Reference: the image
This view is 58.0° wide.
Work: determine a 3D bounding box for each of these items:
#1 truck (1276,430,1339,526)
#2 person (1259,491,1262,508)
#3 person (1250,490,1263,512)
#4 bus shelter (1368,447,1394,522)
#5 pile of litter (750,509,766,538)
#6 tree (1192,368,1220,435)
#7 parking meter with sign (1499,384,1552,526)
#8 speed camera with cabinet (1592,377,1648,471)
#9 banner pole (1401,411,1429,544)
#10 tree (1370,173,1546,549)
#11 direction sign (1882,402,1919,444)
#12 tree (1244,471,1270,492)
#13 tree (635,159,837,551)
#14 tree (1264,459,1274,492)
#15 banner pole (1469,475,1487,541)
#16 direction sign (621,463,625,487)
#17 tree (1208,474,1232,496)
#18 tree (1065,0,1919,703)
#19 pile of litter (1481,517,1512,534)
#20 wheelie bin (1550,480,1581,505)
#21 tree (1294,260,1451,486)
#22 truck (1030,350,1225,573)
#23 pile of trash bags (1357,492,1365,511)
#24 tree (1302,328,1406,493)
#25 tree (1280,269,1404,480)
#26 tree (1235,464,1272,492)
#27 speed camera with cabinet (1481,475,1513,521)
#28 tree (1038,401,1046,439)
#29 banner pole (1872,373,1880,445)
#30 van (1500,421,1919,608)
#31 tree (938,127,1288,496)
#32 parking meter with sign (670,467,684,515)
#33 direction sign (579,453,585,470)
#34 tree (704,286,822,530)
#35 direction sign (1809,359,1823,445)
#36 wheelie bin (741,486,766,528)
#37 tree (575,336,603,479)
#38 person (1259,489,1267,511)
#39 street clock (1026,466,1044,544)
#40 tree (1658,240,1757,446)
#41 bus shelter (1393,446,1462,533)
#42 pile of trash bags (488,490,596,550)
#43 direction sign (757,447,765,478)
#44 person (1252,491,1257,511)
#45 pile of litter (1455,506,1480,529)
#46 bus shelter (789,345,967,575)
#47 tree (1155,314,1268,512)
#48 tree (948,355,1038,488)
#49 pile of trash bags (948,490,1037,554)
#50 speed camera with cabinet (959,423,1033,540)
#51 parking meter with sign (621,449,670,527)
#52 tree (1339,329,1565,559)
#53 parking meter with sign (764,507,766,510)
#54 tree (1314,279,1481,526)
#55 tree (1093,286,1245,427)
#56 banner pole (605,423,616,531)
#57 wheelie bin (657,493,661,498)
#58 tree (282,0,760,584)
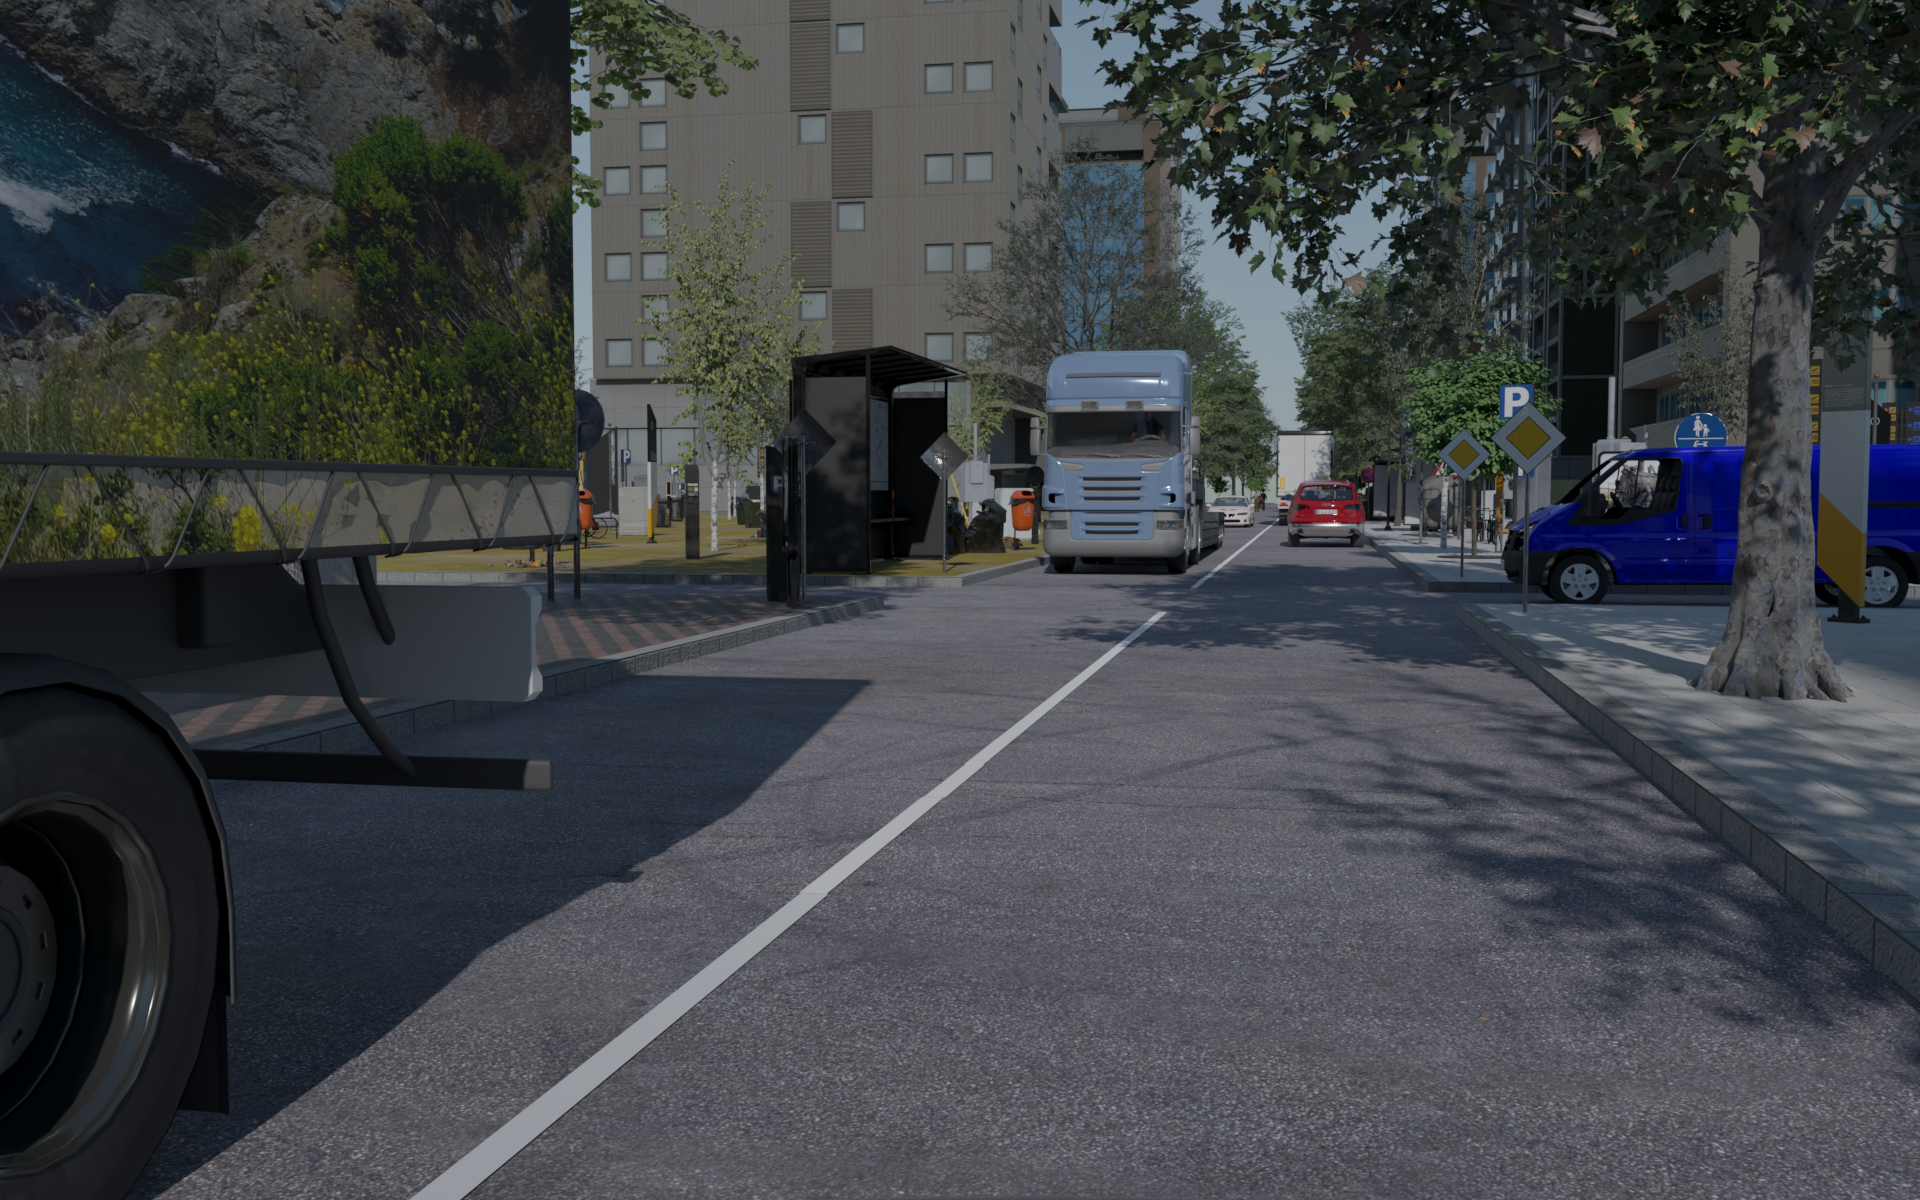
[{"bbox_3d":[16.368,-5.668,81.584,2.839,4.237,11.283,1,4,13],"label":"truck"},{"bbox_3d":[30.728,-10.220,176.125,0.750,1.759,0.617,1,4,11],"label":"person"},{"bbox_3d":[23.830,-7.953,139.258,1.217,1.736,0.721,3,5,41],"label":"person"},{"bbox_3d":[19.409,-5.123,77.690,2.014,3.302,5.546,1,4,11],"label":"bus shelter"},{"bbox_3d":[-5.582,-2.276,51.176,1.176,0.858,1.719,-3,5,-40],"label":"pile of litter"},{"bbox_3d":[11.851,-8.781,93.925,4.737,8.622,4.395,0,3,0],"label":"tree"},{"bbox_3d":[9.390,-1.963,28.351,0.543,3.016,1.738,3,4,38],"label":"parking meter with sign"},{"bbox_3d":[11.441,-2.107,28.792,0.660,3.252,2.038,-1,4,-21],"label":"speed camera with cabinet"},{"bbox_3d":[11.750,-3.352,44.824,0.401,3.779,0.863,-3,5,-42],"label":"banner pole"},{"bbox_3d":[11.537,-5.532,40.807,4.360,8.622,3.978,0,3,0],"label":"tree"},{"bbox_3d":[23.172,-3.101,42.700,0.876,3.537,0.379,2,4,28],"label":"direction sign"},{"bbox_3d":[37.395,-14.332,218.034,4.285,4.588,4.351,0,3,0],"label":"tree"},{"bbox_3d":[-5.460,-5.431,39.156,4.737,8.622,4.395,0,3,0],"label":"tree"},{"bbox_3d":[44.897,-18.764,257.146,4.360,8.622,3.978,0,3,0],"label":"tree"},{"bbox_3d":[14.102,-3.487,47.026,0.863,3.779,0.401,-3,4,-38],"label":"banner pole"},{"bbox_3d":[-21.084,-7.113,108.289,0.379,3.537,0.876,-2,4,-24],"label":"direction sign"},{"bbox_3d":[19.092,-8.117,127.315,1.663,3.219,1.824,0,3,0],"label":"tree"},{"bbox_3d":[5.254,-5.733,10.741,9.611,12.733,9.660,0,3,0],"label":"tree"},{"bbox_3d":[17.777,-2.542,55.535,1.176,0.858,1.719,-1,4,-13],"label":"pile of litter"},{"bbox_3d":[13.289,-1.847,38.106,0.980,1.594,0.693,1,4,11],"label":"wheelie bin"},{"bbox_3d":[22.140,-11.341,92.082,9.857,13.997,8.962,0,3,0],"label":"tree"},{"bbox_3d":[4.267,-2.971,38.333,2.967,4.110,18.799,1,4,11],"label":"truck"},{"bbox_3d":[22.867,-5.366,97.489,1.912,1.369,3.447,2,4,28],"label":"pile of trash bags"},{"bbox_3d":[26.908,-12.198,117.563,7.486,12.596,7.792,0,3,0],"label":"tree"},{"bbox_3d":[33.420,-17.622,144.010,12.611,20.169,13.585,0,3,0],"label":"tree"},{"bbox_3d":[41.676,-17.853,242.264,4.737,8.622,4.395,0,3,0],"label":"tree"},{"bbox_3d":[25.609,-5.385,82.379,2.038,3.252,0.660,-3,5,-41],"label":"speed camera with cabinet"},{"bbox_3d":[6.495,-8.964,96.921,4.737,8.622,4.395,0,3,0],"label":"tree"},{"bbox_3d":[18.671,-2.803,35.845,0.863,3.779,0.401,0,4,3],"label":"banner pole"},{"bbox_3d":[9.628,-1.077,21.988,5.245,2.365,2.240,1,4,13],"label":"van"},{"bbox_3d":[4.460,-9.094,59.063,12.009,13.543,11.850,0,3,0],"label":"tree"},{"bbox_3d":[-17.382,-6.772,106.977,0.543,3.016,1.738,-2,4,-29],"label":"parking meter with sign"},{"bbox_3d":[-19.372,-5.991,89.943,0.876,3.537,0.379,2,4,28],"label":"direction sign"},{"bbox_3d":[-6.859,-6.822,61.910,4.360,8.622,3.978,0,3,0],"label":"tree"},{"bbox_3d":[14.467,-2.261,28.960,0.379,3.537,0.876,-3,5,-43],"label":"direction sign"},{"bbox_3d":[-7.820,-3.522,65.486,0.980,1.594,0.693,-2,4,-33],"label":"wheelie bin"},{"bbox_3d":[-17.388,-7.660,75.605,4.360,8.622,3.978,0,3,0],"label":"tree"},{"bbox_3d":[25.127,-8.290,143.674,0.705,1.869,1.348,3,5,43],"label":"person"},{"bbox_3d":[1.916,-2.425,44.221,0.471,2.002,0.358,0,4,4],"label":"street clock"},{"bbox_3d":[20.984,-5.869,46.317,4.360,8.622,3.978,0,3,0],"label":"tree"},{"bbox_3d":[15.513,-3.851,56.880,2.014,3.302,5.546,1,4,11],"label":"bus shelter"},{"bbox_3d":[-10.229,-1.890,40.654,3.447,1.369,1.912,0,4,7],"label":"pile of trash bags"},{"bbox_3d":[-9.233,-5.550,82.744,0.876,3.537,0.379,0,4,-2],"label":"direction sign"},{"bbox_3d":[25.291,-8.508,148.390,0.721,1.735,1.217,-1,4,-13],"label":"person"},{"bbox_3d":[18.758,-3.067,64.118,1.719,0.858,1.176,0,4,-1],"label":"pile of litter"},{"bbox_3d":[-1.324,-2.404,30.587,1.731,3.624,6.357,1,4,11],"label":"bus shelter"},{"bbox_3d":[16.730,-13.002,119.241,9.857,13.997,8.962,0,3,0],"label":"tree"},{"bbox_3d":[0.762,-8.578,90.617,4.737,8.622,4.395,0,3,0],"label":"tree"},{"bbox_3d":[0.287,-1.740,38.200,3.447,1.369,1.912,-3,4,-38],"label":"pile of trash bags"},{"bbox_3d":[1.024,-3.327,48.733,2.038,3.252,0.660,-1,4,-19],"label":"speed camera with cabinet"},{"bbox_3d":[-12.298,-4.350,67.384,1.738,3.016,0.543,2,4,24],"label":"parking meter with sign"},{"bbox_3d":[10.427,-3.122,34.763,4.285,4.588,4.351,0,3,0],"label":"tree"},{"bbox_3d":[-5.777,-3.829,58.863,1.738,3.016,0.543,1,4,14],"label":"parking meter with sign"},{"bbox_3d":[17.706,-8.197,68.433,7.601,10.594,8.767,0,4,1],"label":"tree"},{"bbox_3d":[9.773,-9.682,84.056,9.928,11.665,9.643,0,3,0],"label":"tree"},{"bbox_3d":[-12.196,-4.323,60.700,0.401,3.779,0.863,-2,4,-26],"label":"banner pole"},{"bbox_3d":[-12.982,-3.940,72.323,0.980,1.594,0.693,-1,4,-11],"label":"wheelie bin"},{"bbox_3d":[-4.985,-5.739,11.958,7.486,12.596,7.792,0,3,0],"label":"tree"}]
